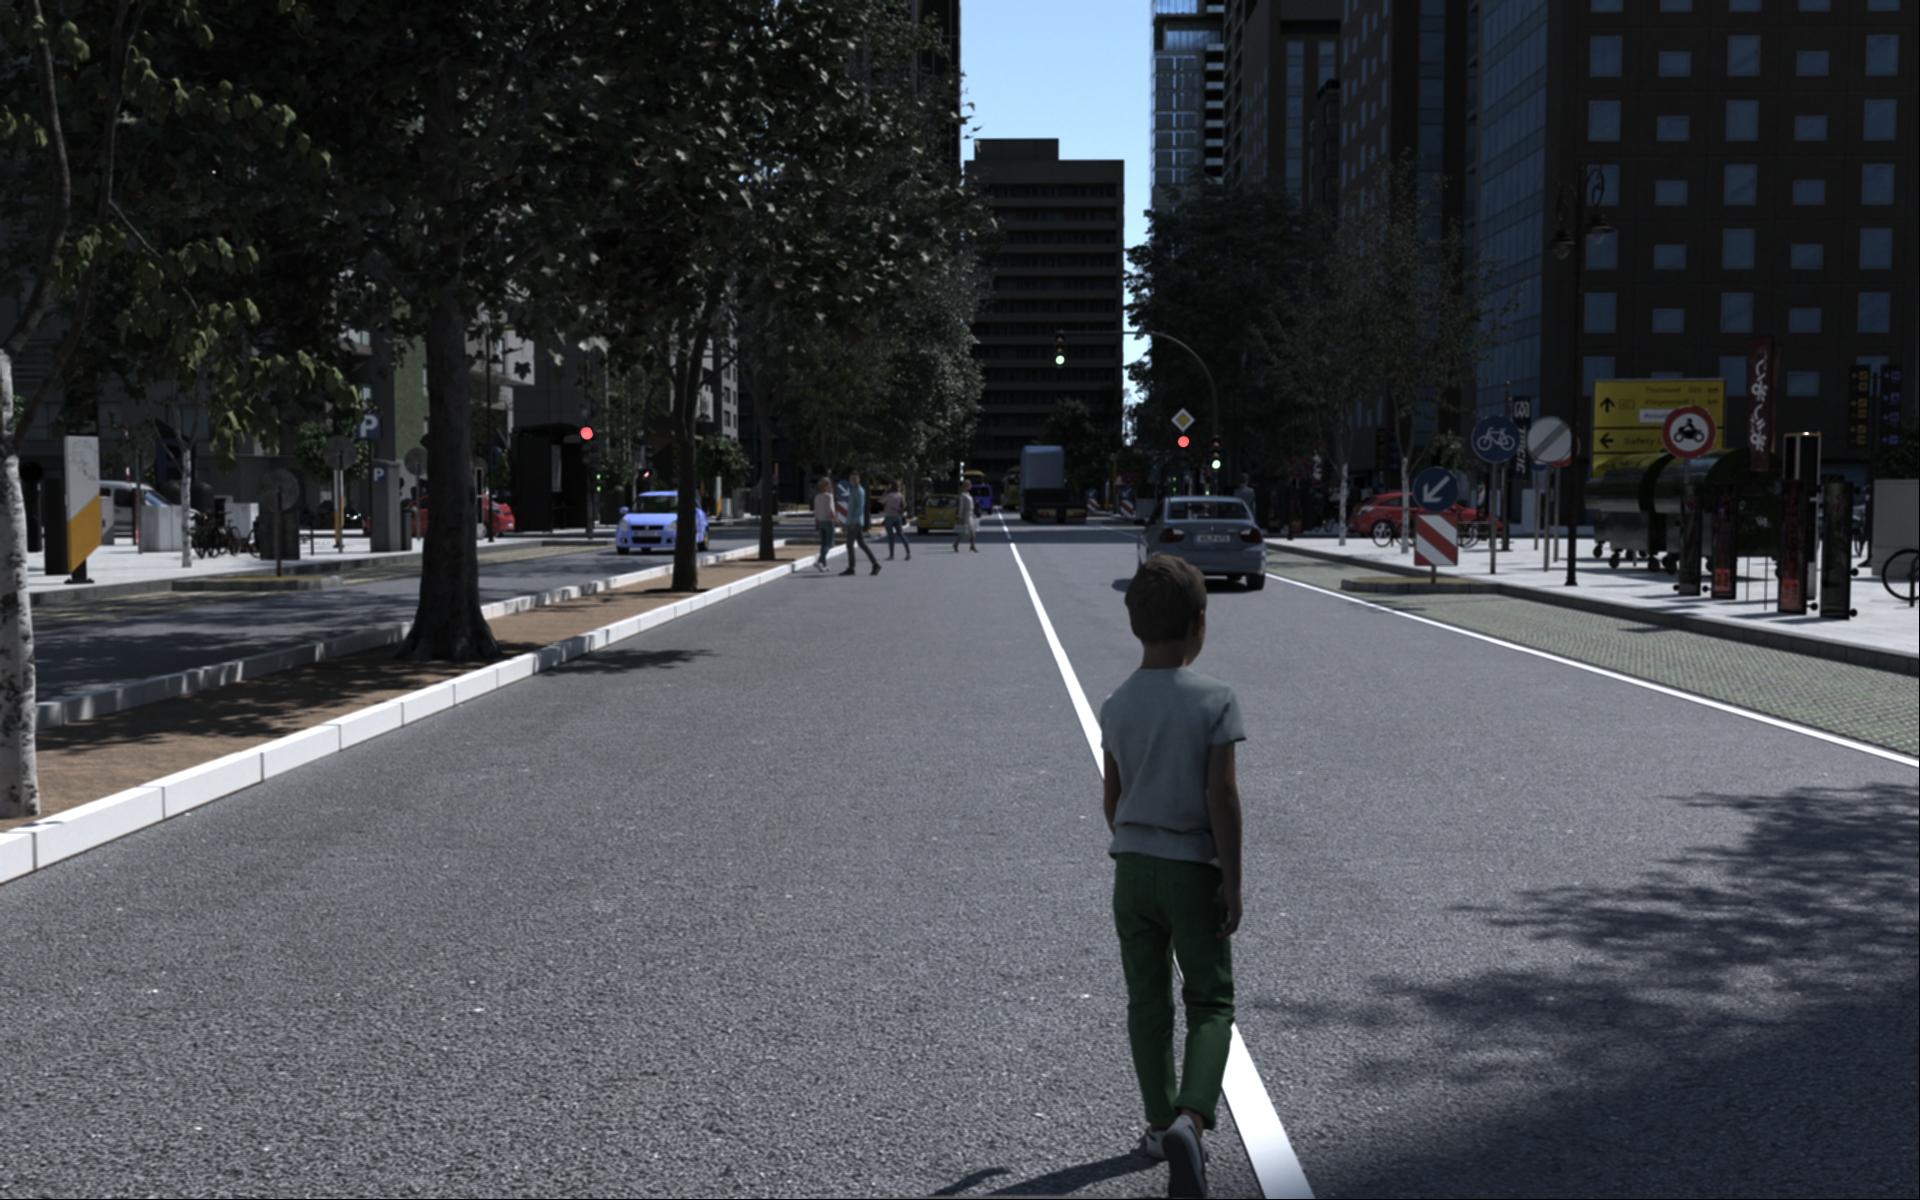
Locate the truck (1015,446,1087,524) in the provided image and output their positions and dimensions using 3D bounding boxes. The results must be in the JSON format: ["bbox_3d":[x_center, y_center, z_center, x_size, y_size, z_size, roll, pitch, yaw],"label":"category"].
[{"bbox_3d":[4.707,-6.198,91.094,2.967,4.110,18.799,0,4,0],"label":"truck"}]

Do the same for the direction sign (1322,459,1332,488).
[{"bbox_3d":[23.923,-7.420,113.310,0.876,3.537,0.379,-1,4,-21],"label":"direction sign"}]

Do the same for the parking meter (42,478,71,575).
[{"bbox_3d":[-14.320,-1.165,27.457,0.372,1.533,0.369,0,3,0],"label":"parking meter"}]

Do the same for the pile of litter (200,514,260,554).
[{"bbox_3d":[-15.510,-1.473,38.043,1.176,0.858,1.719,3,5,44],"label":"pile of litter"}]

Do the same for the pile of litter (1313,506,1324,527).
[{"bbox_3d":[13.428,-3.258,67.226,1.719,0.858,1.176,-2,4,-30],"label":"pile of litter"}]

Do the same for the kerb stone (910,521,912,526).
[{"bbox_3d":[-2.326,-3.306,76.252,0.120,0.150,1.000,0,4,1],"label":"kerb stone"}]

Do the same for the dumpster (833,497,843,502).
[{"bbox_3d":[-9.057,-6.904,121.090,1.865,1.857,1.264,0,4,2],"label":"dumpster"}]

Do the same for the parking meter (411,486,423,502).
[{"bbox_3d":[-17.689,-2.937,56.428,0.372,1.533,0.369,0,3,0],"label":"parking meter"}]

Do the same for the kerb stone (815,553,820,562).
[{"bbox_3d":[-3.044,-0.833,35.807,0.120,0.150,1.000,0,4,1],"label":"kerb stone"}]

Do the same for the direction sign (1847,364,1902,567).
[{"bbox_3d":[16.004,-2.347,30.375,0.876,3.537,0.379,0,4,6],"label":"direction sign"}]

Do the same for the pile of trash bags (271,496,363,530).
[{"bbox_3d":[-23.181,-3.191,61.926,1.912,1.369,3.447,2,4,30],"label":"pile of trash bags"}]

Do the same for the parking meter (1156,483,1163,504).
[{"bbox_3d":[9.958,-4.901,85.842,0.399,1.863,0.255,3,4,39],"label":"parking meter"}]

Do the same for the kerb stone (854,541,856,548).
[{"bbox_3d":[-2.878,-1.389,45.021,0.120,0.150,1.000,0,4,1],"label":"kerb stone"}]

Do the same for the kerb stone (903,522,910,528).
[{"bbox_3d":[-2.347,-3.244,75.230,0.120,0.150,1.000,0,4,1],"label":"kerb stone"}]

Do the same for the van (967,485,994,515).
[{"bbox_3d":[1.270,-7.129,120.949,2.240,2.365,5.245,0,3,0],"label":"van"}]

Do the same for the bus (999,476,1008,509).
[{"bbox_3d":[5.383,-10.509,166.685,2.948,3.499,13.247,0,4,0],"label":"bus"}]

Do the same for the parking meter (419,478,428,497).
[{"bbox_3d":[-19.188,-3.447,62.062,0.399,1.863,0.255,0,4,-8],"label":"parking meter"}]

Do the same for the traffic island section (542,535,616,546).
[{"bbox_3d":[-10.457,-1.630,48.931,2.009,0.180,2.903,0,4,1],"label":"traffic island section"}]

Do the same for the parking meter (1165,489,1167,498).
[{"bbox_3d":[11.125,-5.270,94.575,0.372,1.533,0.369,0,3,0],"label":"parking meter"}]

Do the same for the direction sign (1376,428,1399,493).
[{"bbox_3d":[14.652,-4.126,59.449,0.379,3.537,0.876,-3,5,-44],"label":"direction sign"}]

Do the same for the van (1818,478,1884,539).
[{"bbox_3d":[28.243,-2.816,53.048,4.112,2.044,2.013,0,4,1],"label":"van"}]

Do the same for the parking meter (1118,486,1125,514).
[{"bbox_3d":[10.137,-6.306,108.810,0.399,1.863,0.255,-2,4,-28],"label":"parking meter"}]

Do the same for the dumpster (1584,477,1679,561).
[{"bbox_3d":[13.352,-1.932,34.089,1.502,2.255,1.985,0,4,1],"label":"dumpster"}]

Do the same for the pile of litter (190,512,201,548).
[{"bbox_3d":[-17.956,-1.679,41.409,1.719,0.858,1.176,2,4,25],"label":"pile of litter"}]

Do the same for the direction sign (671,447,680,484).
[{"bbox_3d":[-13.563,-5.602,83.590,0.876,3.537,0.379,-3,5,-41],"label":"direction sign"}]

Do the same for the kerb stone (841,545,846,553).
[{"bbox_3d":[-2.935,-1.203,41.949,0.120,0.150,1.000,0,4,1],"label":"kerb stone"}]

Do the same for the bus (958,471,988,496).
[{"bbox_3d":[1.336,-11.630,181.692,2.896,3.916,12.252,0,4,3],"label":"bus"}]

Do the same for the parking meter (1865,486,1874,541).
[{"bbox_3d":[25.218,-2.412,47.854,0.372,1.533,0.369,0,3,0],"label":"parking meter"}]

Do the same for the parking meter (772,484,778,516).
[{"bbox_3d":[-11.009,-5.934,102.724,0.399,1.863,0.255,0,4,6],"label":"parking meter"}]

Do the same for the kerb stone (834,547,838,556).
[{"bbox_3d":[-2.971,-1.080,39.905,0.120,0.150,1.000,0,4,1],"label":"kerb stone"}]

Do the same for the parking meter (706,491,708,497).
[{"bbox_3d":[-18.071,-6.993,122.743,0.372,1.533,0.369,0,3,0],"label":"parking meter"}]

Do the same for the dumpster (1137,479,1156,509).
[{"bbox_3d":[11.875,-6.546,109.523,1.502,2.255,1.985,0,4,1],"label":"dumpster"}]

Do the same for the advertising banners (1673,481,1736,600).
[{"bbox_3d":[9.357,-1.528,21.172,0.090,3.025,2.074,0,4,-8],"label":"advertising banners"}]

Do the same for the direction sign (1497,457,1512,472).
[{"bbox_3d":[19.553,-4.294,62.199,0.876,3.537,0.379,-1,4,-17],"label":"direction sign"}]

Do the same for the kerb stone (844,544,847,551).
[{"bbox_3d":[-2.923,-1.269,42.975,0.120,0.150,1.000,0,4,1],"label":"kerb stone"}]

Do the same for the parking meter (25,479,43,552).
[{"bbox_3d":[-20.638,-2.011,38.589,0.255,1.863,0.399,-1,4,-17],"label":"parking meter"}]

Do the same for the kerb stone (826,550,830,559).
[{"bbox_3d":[-3.000,-0.958,37.857,0.120,0.150,1.000,0,4,1],"label":"kerb stone"}]

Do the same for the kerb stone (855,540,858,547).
[{"bbox_3d":[-2.857,-1.459,46.053,0.120,0.150,1.000,0,4,1],"label":"kerb stone"}]

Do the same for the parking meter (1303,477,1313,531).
[{"bbox_3d":[12.134,-3.346,60.419,0.255,1.863,0.399,3,4,38],"label":"parking meter"}]

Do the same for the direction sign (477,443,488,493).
[{"bbox_3d":[-21.276,-5.227,77.452,0.876,3.537,0.379,2,4,33],"label":"direction sign"}]

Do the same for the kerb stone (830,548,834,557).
[{"bbox_3d":[-2.993,-1.021,38.883,0.120,0.150,1.000,0,4,1],"label":"kerb stone"}]

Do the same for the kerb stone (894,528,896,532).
[{"bbox_3d":[-2.542,-2.553,63.963,0.120,0.150,1.000,0,4,1],"label":"kerb stone"}]

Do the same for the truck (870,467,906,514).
[{"bbox_3d":[-5.478,-7.918,125.387,3.469,3.379,9.791,0,4,0],"label":"truck"}]

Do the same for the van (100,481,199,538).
[{"bbox_3d":[-25.415,-2.825,53.201,4.112,2.044,2.013,0,4,2],"label":"van"}]

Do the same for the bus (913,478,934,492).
[{"bbox_3d":[-4.385,-12.103,192.735,2.948,3.499,13.247,0,4,-1],"label":"bus"}]

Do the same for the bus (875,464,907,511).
[{"bbox_3d":[-5.756,-9.254,142.850,2.896,3.916,12.252,0,4,2],"label":"bus"}]

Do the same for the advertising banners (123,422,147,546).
[{"bbox_3d":[-20.618,-2.881,43.292,0.090,3.025,2.074,-1,4,-13],"label":"advertising banners"}]

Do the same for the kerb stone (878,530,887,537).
[{"bbox_3d":[-2.637,-2.241,58.848,0.120,0.150,1.000,0,4,1],"label":"kerb stone"}]

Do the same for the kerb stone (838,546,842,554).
[{"bbox_3d":[-2.953,-1.144,40.927,0.120,0.150,1.000,0,4,1],"label":"kerb stone"}]

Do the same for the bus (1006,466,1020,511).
[{"bbox_3d":[5.396,-9.766,151.224,2.896,3.916,12.252,0,4,2],"label":"bus"}]
